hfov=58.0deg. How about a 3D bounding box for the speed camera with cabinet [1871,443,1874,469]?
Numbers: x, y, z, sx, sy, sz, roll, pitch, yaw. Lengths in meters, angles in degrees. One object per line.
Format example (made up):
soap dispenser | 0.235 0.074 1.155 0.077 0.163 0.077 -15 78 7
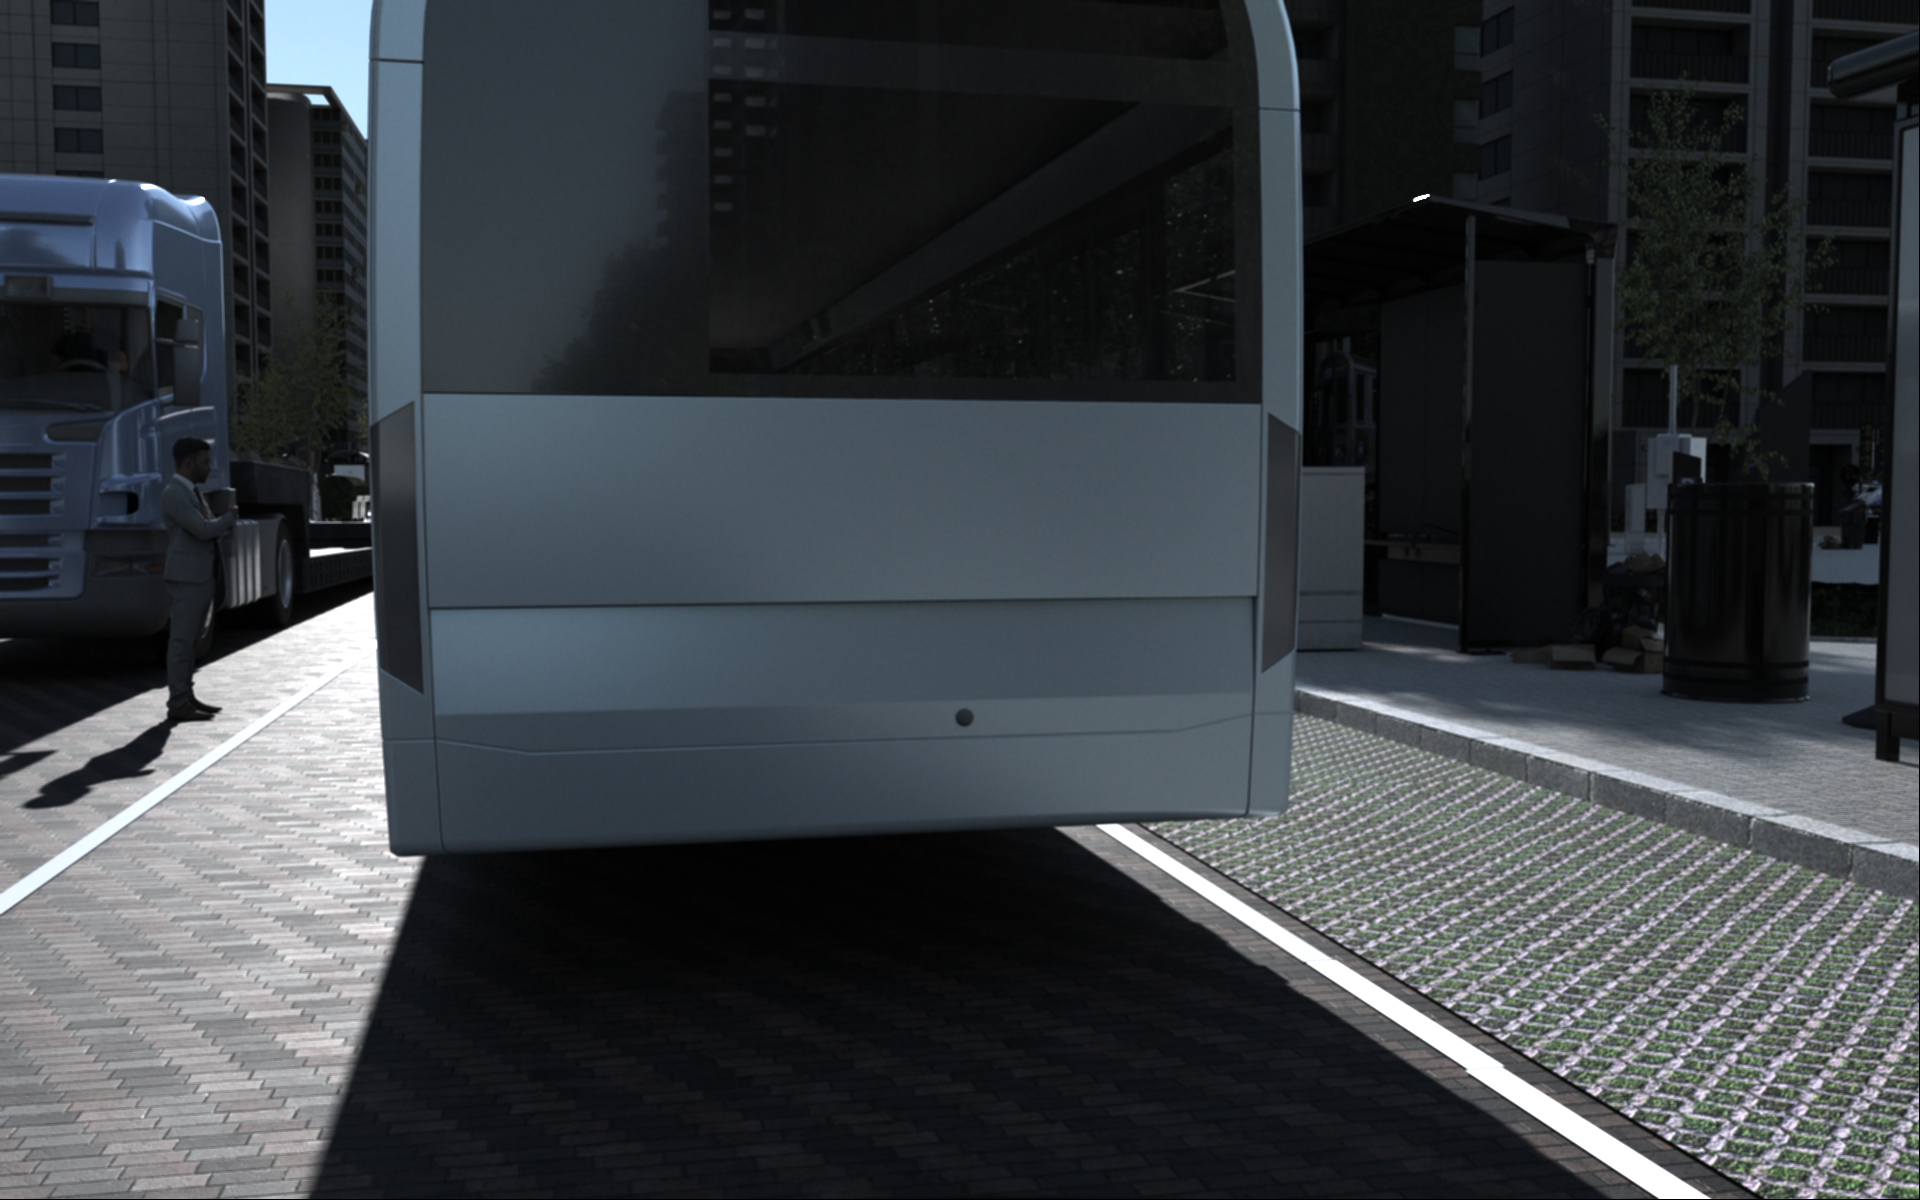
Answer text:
speed camera with cabinet | 35.794 -4.426 66.706 2.038 3.252 0.660 1 4 12

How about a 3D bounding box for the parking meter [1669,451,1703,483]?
parking meter | 9.858 -1.091 23.552 0.399 1.863 0.255 0 4 8

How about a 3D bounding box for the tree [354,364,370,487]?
tree | -30.450 -8.705 92.684 4.360 8.622 3.978 0 3 0

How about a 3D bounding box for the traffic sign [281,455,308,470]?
traffic sign | -16.983 -2.475 44.101 0.795 2.450 0.064 -1 4 -12

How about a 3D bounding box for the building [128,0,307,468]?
building | -58.139 -41.800 121.684 20.563 71.187 20.611 -1 4 -12

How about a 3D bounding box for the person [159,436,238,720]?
person | -4.873 -0.149 11.121 0.466 1.800 0.511 -2 4 -25

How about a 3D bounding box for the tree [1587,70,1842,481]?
tree | 12.861 -4.894 30.378 4.737 8.622 4.395 0 3 0

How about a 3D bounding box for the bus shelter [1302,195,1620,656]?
bus shelter | 3.888 -1.564 16.851 1.731 3.624 6.357 -1 4 -12

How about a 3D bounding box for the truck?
truck | -9.015 -1.923 21.202 2.967 4.110 18.799 -1 4 -12

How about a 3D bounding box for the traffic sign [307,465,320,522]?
traffic sign | -25.737 -4.126 68.642 0.795 2.450 0.064 0 4 -8

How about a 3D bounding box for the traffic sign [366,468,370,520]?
traffic sign | -29.578 -5.283 86.383 0.884 2.594 0.081 0 4 -3

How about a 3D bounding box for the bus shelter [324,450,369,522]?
bus shelter | -28.616 -5.388 82.016 2.014 3.302 5.546 -1 4 -12

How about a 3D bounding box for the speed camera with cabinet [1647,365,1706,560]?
speed camera with cabinet | 11.550 -1.954 26.287 0.660 3.252 2.038 -3 5 -42

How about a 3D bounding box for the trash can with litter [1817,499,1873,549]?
trash can with litter | 20.528 -1.761 40.187 1.055 1.170 0.624 -1 4 -9

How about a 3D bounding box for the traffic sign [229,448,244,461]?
traffic sign | -15.323 -1.997 36.290 0.795 2.450 0.064 -1 4 -12

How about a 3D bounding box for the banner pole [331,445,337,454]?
banner pole | -31.988 -6.047 88.891 0.863 3.779 0.401 1 4 16

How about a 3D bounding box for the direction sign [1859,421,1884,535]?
direction sign | 28.521 -3.793 54.017 0.876 3.537 0.379 2 4 30

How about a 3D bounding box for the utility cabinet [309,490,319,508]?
utility cabinet | -33.221 -4.856 88.066 1.173 1.500 0.318 -2 4 -31

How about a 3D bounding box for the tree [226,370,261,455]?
tree | -44.225 -9.396 103.994 4.360 8.622 3.978 0 3 0

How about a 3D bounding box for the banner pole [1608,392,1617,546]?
banner pole | 16.088 -3.230 42.831 0.401 3.779 0.863 1 4 23

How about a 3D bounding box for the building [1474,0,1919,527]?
building | 33.635 -38.998 75.875 20.611 71.187 20.563 -1 4 -12

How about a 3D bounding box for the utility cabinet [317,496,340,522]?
utility cabinet | -27.138 -3.860 74.266 0.306 1.237 1.020 3 5 42

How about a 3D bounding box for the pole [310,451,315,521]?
pole | -30.931 -5.443 82.830 0.158 3.312 0.155 0 3 0

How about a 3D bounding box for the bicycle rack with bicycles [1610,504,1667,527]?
bicycle rack with bicycles | 24.199 -2.975 62.018 2.852 0.926 2.925 -1 4 -10

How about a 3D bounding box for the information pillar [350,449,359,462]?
information pillar | -31.095 -5.973 89.017 0.183 3.616 0.504 3 5 42

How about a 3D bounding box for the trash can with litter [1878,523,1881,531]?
trash can with litter | 32.179 -2.979 60.100 1.055 1.170 0.624 1 4 18

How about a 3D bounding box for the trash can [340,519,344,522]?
trash can | -27.310 -3.926 75.844 0.748 1.137 0.748 0 3 0

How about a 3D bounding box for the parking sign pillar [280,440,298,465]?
parking sign pillar | -32.661 -5.866 84.377 1.447 3.967 1.447 0 4 -2

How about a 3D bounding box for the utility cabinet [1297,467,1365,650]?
utility cabinet | 2.677 -0.333 14.131 1.173 1.500 0.318 -1 4 -9

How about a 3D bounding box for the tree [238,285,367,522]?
tree | -22.864 -6.771 61.067 4.737 8.622 4.395 0 3 0

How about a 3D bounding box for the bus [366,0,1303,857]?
bus | -1.784 -0.994 11.111 2.948 3.499 13.247 -1 4 -13

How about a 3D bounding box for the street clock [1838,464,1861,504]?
street clock | 21.760 -2.315 42.416 0.471 2.002 0.358 1 4 17

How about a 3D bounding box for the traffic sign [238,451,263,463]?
traffic sign | -20.949 -3.116 51.057 0.768 2.556 0.104 -1 4 -12

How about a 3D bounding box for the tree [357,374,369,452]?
tree | -34.318 -11.903 111.623 9.611 12.733 9.660 0 3 0

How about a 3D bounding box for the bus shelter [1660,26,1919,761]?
bus shelter | 5.509 -1.794 6.964 2.179 5.291 8.768 -1 4 -12

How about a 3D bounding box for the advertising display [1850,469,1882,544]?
advertising display | 23.389 -2.401 44.474 0.974 1.923 0.123 1 4 16

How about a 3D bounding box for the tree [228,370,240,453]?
tree | -39.467 -9.017 97.785 4.737 8.622 4.395 0 3 0

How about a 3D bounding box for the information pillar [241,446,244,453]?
information pillar | -34.846 -5.681 84.235 0.183 3.616 0.504 -2 4 -30

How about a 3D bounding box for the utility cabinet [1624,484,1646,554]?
utility cabinet | 14.344 -1.722 36.840 0.318 1.500 1.173 1 4 16

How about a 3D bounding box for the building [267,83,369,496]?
building | -67.649 -28.640 160.145 23.993 40.220 32.217 -1 4 -12

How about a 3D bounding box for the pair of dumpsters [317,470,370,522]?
pair of dumpsters | -24.285 -4.021 68.230 1.574 2.255 4.437 -1 4 -12

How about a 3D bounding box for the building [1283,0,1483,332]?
building | 10.076 -17.999 65.992 14.107 30.474 14.160 -1 4 -12

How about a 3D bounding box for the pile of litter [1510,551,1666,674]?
pile of litter | 4.856 0.071 12.798 1.176 0.858 1.719 -1 4 -19

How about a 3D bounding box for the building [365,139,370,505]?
building | -76.125 -34.332 215.952 28.867 44.769 22.147 -1 4 -12

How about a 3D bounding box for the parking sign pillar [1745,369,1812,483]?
parking sign pillar | 17.677 -2.996 37.462 1.447 3.967 1.447 -1 4 -15
